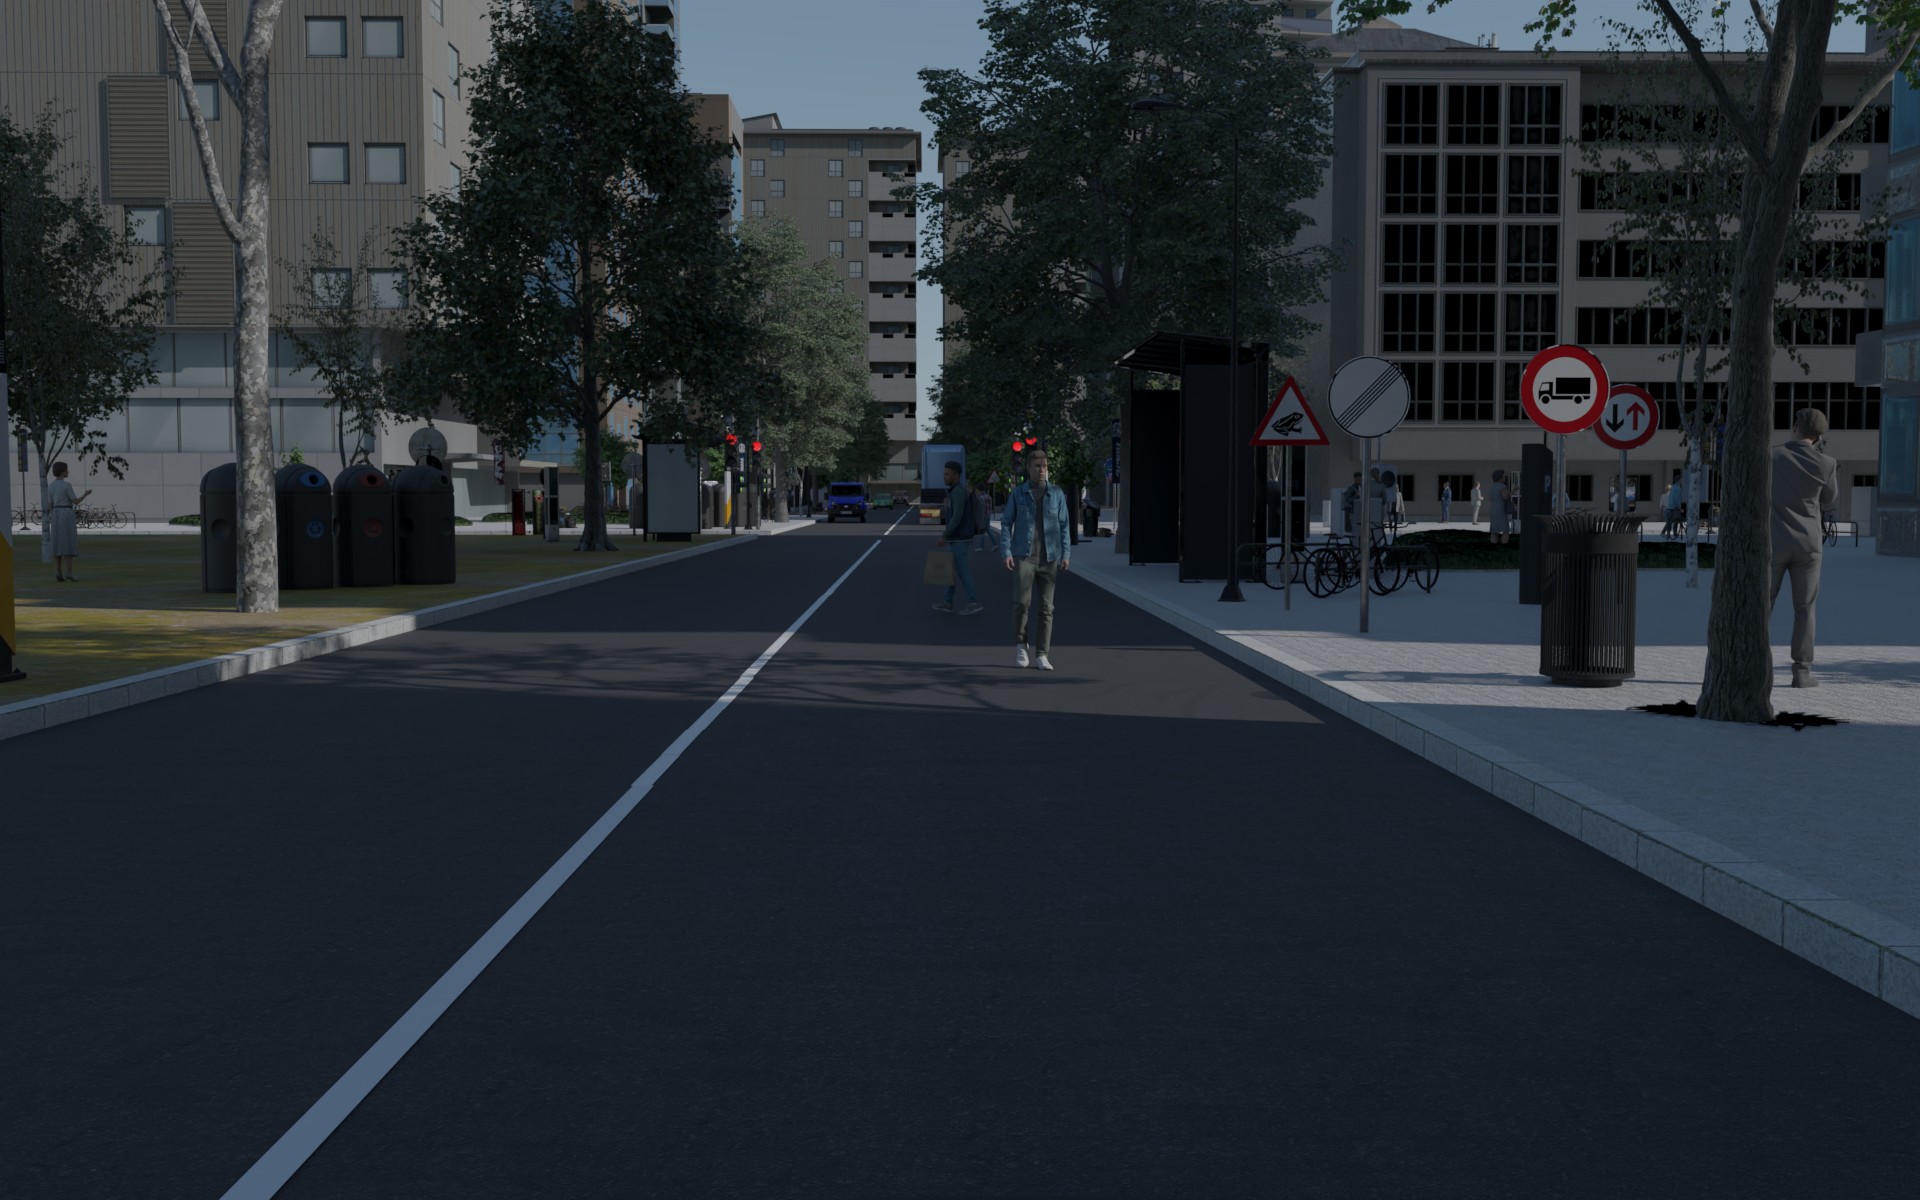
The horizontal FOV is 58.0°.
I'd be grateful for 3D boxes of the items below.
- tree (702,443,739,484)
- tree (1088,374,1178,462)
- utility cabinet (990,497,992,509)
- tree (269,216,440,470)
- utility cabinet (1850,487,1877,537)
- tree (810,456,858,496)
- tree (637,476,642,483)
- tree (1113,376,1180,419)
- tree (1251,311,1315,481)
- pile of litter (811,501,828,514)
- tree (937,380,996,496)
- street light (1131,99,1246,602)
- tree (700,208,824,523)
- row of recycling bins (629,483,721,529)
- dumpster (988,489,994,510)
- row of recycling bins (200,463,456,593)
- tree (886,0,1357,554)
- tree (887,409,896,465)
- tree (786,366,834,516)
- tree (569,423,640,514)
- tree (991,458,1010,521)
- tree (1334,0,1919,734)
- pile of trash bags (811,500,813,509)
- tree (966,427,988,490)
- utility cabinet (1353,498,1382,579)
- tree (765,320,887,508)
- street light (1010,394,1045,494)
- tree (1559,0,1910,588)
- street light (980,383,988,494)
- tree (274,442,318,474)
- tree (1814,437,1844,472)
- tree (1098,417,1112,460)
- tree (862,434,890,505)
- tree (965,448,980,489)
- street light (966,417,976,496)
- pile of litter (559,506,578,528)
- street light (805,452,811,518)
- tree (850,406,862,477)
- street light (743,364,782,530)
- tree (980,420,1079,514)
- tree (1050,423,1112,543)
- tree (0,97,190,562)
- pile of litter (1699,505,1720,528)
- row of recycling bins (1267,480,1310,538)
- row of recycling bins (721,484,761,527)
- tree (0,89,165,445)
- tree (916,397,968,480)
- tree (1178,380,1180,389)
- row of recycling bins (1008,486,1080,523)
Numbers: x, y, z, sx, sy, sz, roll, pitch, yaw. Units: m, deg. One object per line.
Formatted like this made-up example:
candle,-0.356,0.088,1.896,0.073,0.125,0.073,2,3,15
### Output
tree,-14.415,-7.471,105.871,4.285,4.588,4.351,0,3,0
tree,9.942,-9.528,106.149,4.737,8.622,4.395,0,3,0
utility cabinet,2.448,-7.028,123.578,1.173,1.500,0.318,-1,4,-17
tree,-16.425,-5.901,46.852,4.360,8.622,3.978,0,3,0
utility cabinet,27.227,-2.653,52.055,0.318,1.500,1.173,0,4,1
tree,-9.880,-9.547,139.801,4.285,4.588,4.351,0,3,0
tree,-24.450,-8.531,134.079,1.663,3.219,1.824,0,3,0
tree,11.512,-8.916,96.145,4.360,8.622,3.978,0,3,0
tree,12.115,-7.317,69.995,4.360,8.622,3.978,0,3,0
pile of litter,-8.807,-5.843,109.497,1.719,0.858,1.176,0,4,0
tree,1.076,-15.255,167.545,7.486,12.596,7.792,0,3,0
street light,2.715,-2.937,20.561,1.470,5.913,1.316,0,4,-1
tree,-7.969,-10.443,77.398,9.857,13.997,8.962,0,3,0
row of recycling bins,-10.714,-3.476,63.952,3.534,1.692,1.069,2,4,24
dumpster,2.720,-7.184,119.946,1.502,2.255,1.985,0,4,-1
row of recycling bins,-8.628,-1.019,23.771,1.069,1.692,3.534,3,5,42
tree,3.573,-7.982,37.154,9.857,13.997,8.962,0,3,0
tree,-10.109,-15.776,176.070,7.486,12.596,7.792,0,3,0
tree,-9.089,-9.148,99.932,4.360,8.622,3.978,0,3,0
tree,-16.079,-5.835,79.118,4.285,4.588,4.351,0,3,0
tree,2.078,-5.373,82.457,1.663,3.219,1.824,0,3,0
tree,4.564,-5.119,9.443,9.928,11.665,9.643,0,3,0
pile of trash bags,-10.643,-6.552,116.873,1.912,1.369,3.447,0,4,1
tree,1.704,-12.040,147.219,4.360,8.622,3.978,0,3,0
utility cabinet,6.268,-0.951,26.704,0.306,1.237,1.020,0,4,5
tree,-9.683,-11.922,113.044,7.486,12.596,7.792,0,3,0
street light,2.066,-4.994,54.199,1.470,5.913,1.316,0,4,-1
tree,10.271,-4.472,23.476,4.360,8.622,3.978,0,3,0
street light,1.612,-6.100,72.279,1.470,5.913,1.316,0,4,-1
tree,-24.436,-4.241,63.941,1.663,3.219,1.824,0,3,0
tree,25.107,-3.488,51.628,1.663,3.219,1.824,0,3,0
tree,12.257,-11.085,131.603,4.360,8.622,3.978,0,3,0
tree,-10.350,-15.368,201.628,4.737,8.622,4.395,0,3,0
tree,1.656,-7.908,113.011,4.285,4.588,4.351,0,3,0
street light,1.075,-8.091,104.831,1.470,5.913,1.316,0,4,-1
pile of litter,-15.095,-3.111,64.825,1.719,0.858,1.176,-2,4,-26
street light,-7.735,-7.469,94.660,1.470,5.913,1.316,0,4,-1
tree,-11.501,-16.403,193.942,9.928,11.665,9.643,0,3,0
street light,-7.073,-5.478,62.110,1.470,5.913,1.316,0,4,-1
tree,3.056,-5.002,65.498,4.285,4.588,4.351,0,3,0
tree,2.928,-3.145,46.022,1.663,3.219,1.824,0,3,0
tree,-16.953,-5.009,32.257,4.360,8.622,3.978,0,3,0
pile of litter,28.713,-3.211,66.458,1.719,0.858,1.176,0,4,-3
row of recycling bins,9.053,-2.734,51.815,1.069,1.692,3.534,-2,4,-35
row of recycling bins,-9.027,-3.681,67.294,1.069,1.692,3.534,3,4,36
tree,-24.925,-7.620,41.601,9.611,12.733,9.660,0,3,0
tree,-0.218,-17.155,197.489,9.611,12.733,9.660,0,3,0
tree,12.033,-10.083,115.224,4.737,8.622,4.395,0,3,0
row of recycling bins,3.793,-4.231,76.293,3.534,1.692,1.069,1,4,16
